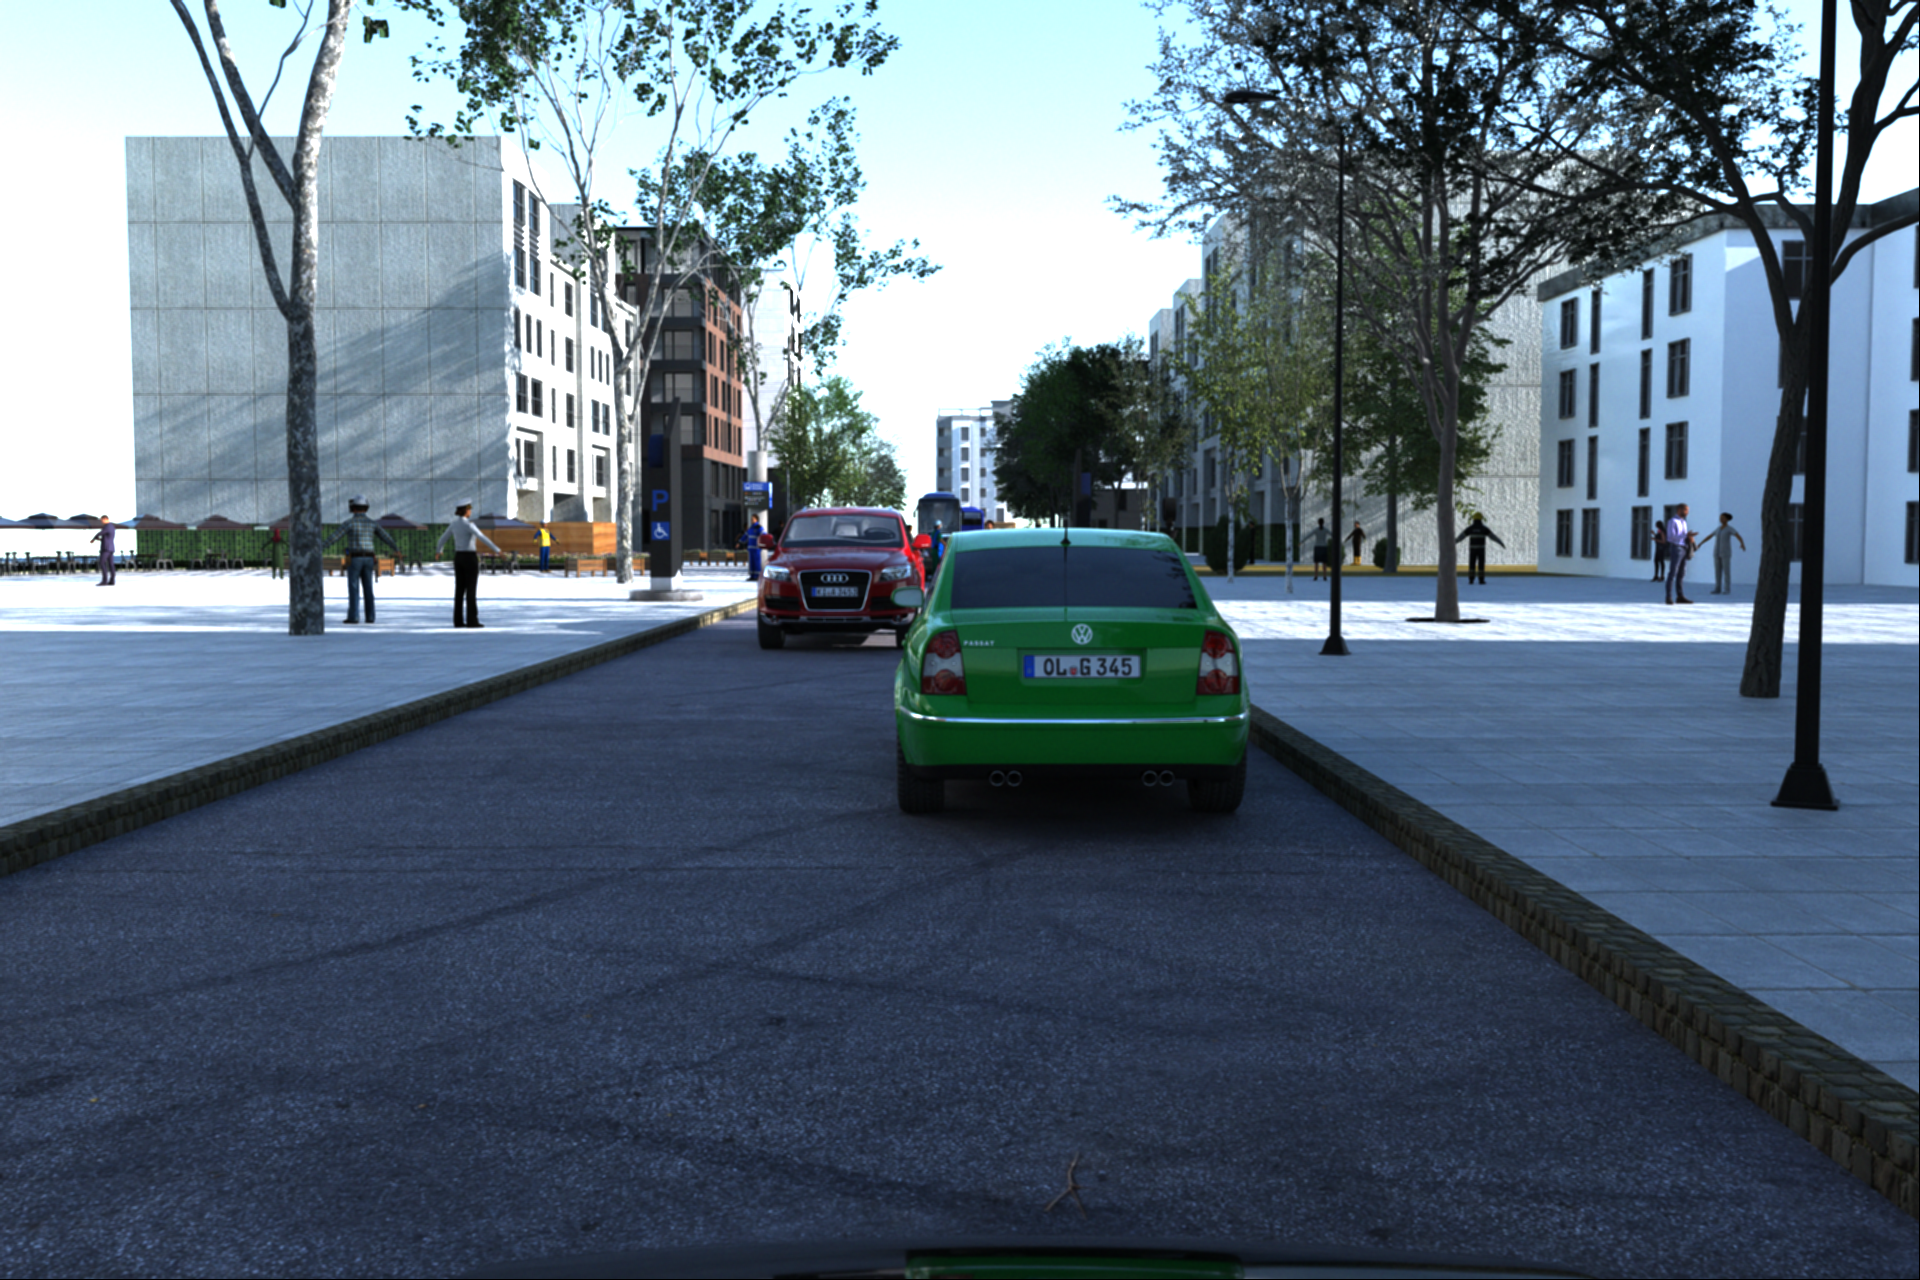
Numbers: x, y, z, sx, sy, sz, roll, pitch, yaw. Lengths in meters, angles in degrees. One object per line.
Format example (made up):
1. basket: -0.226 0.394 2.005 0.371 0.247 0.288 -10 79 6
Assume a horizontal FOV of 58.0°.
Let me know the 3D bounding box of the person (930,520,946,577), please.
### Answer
1. person: -0.600 -2.419 48.132 0.704 1.817 1.347 -2 4 -24

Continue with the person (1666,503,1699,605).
1. person: 13.207 -1.568 31.549 0.709 1.838 0.599 -3 5 -41

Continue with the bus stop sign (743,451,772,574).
1. bus stop sign: -6.443 -4.044 55.139 0.837 3.901 0.837 0 4 -1

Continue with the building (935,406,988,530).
1. building: -3.115 -23.756 247.291 11.380 20.090 16.016 0 4 -8

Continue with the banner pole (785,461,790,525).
1. banner pole: -5.936 -4.269 59.810 0.401 3.779 0.863 0 4 1

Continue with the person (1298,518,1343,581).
1. person: 9.965 -2.511 47.883 1.217 1.735 0.721 0 4 6

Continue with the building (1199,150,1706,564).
1. building: 22.813 -13.579 88.475 16.747 18.905 31.486 0 3 0

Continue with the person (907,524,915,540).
1. person: -2.046 -3.839 71.367 0.704 1.843 1.345 2 4 26

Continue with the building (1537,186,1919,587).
1. building: 23.919 -6.249 44.318 9.099 9.664 28.070 0 3 0

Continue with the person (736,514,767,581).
1. person: -5.642 -2.538 47.474 1.345 1.831 0.704 3 5 44

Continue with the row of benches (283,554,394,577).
1. row of benches: -18.894 -2.274 52.645 4.104 0.672 1.422 2 4 24

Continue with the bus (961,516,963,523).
1. bus: -1.208 -9.341 144.268 2.896 3.916 12.251 0 3 0

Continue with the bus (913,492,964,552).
1. bus: -1.237 -6.917 104.638 2.896 3.916 12.251 0 4 0

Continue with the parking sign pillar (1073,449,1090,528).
1. parking sign pillar: 3.866 -4.094 55.416 1.447 3.967 1.447 0 4 -1

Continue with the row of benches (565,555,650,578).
1. row of benches: -10.145 -2.272 52.616 1.422 0.672 4.104 3 5 40

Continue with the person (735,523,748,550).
1. person: -10.383 -4.797 84.574 1.345 1.843 0.704 -2 4 -31

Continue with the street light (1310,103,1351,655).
1. street light: 4.542 -2.798 18.285 1.470 5.913 1.316 0 4 0

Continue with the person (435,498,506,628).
1. person: -6.746 -1.061 23.804 1.216 1.778 0.721 2 4 26

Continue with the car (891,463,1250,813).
1. car: 0.549 -0.091 10.279 1.959 1.807 4.718 0 4 0

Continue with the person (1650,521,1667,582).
1. person: 18.812 -2.399 46.734 0.415 1.643 0.593 -2 4 -28

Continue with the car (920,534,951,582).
1. car: -0.388 -2.687 53.713 2.009 1.686 4.222 0 4 -1

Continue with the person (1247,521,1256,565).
1. person: 12.273 -4.104 73.033 0.705 1.837 1.347 1 4 20

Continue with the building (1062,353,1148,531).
1. building: 26.283 -22.468 211.328 27.936 21.610 32.646 0 3 0

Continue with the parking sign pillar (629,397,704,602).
1. parking sign pillar: -5.687 -2.752 33.465 1.447 3.967 1.447 0 4 0

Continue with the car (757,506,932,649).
1. car: -1.516 -0.897 23.336 2.281 1.827 5.304 0 4 0

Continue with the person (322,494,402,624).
1. person: -8.645 -1.167 24.916 1.345 1.849 0.704 -3 5 -42

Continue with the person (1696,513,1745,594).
1. person: 16.276 -1.853 37.063 0.721 1.739 1.217 -2 4 -29

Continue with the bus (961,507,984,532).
1. bus: 0.729 -10.098 156.649 2.896 3.916 12.251 0 4 -1

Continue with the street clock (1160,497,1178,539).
1. street clock: 4.126 -1.810 34.168 0.358 2.002 0.471 0 4 0

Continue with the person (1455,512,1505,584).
1. person: 13.278 -2.365 44.436 1.351 1.858 0.704 2 4 26

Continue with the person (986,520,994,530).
1. person: 0.785 -2.319 46.553 1.347 1.806 0.705 1 4 18

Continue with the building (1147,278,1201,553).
1. building: 24.046 -16.019 128.369 16.747 18.905 31.486 0 4 0

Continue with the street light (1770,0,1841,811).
1. street light: 4.548 -2.170 8.021 1.470 5.913 1.316 0 4 0

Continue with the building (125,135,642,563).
1. building: -28.548 -13.854 92.973 16.747 18.905 31.486 0 4 0

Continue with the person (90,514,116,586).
1. person: -21.263 -2.229 42.941 0.568 1.767 0.683 -1 4 -11

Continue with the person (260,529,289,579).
1. person: -19.417 -2.452 49.298 0.989 1.438 0.599 -1 4 -10

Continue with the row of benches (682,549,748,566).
1. row of benches: -9.576 -3.346 70.162 4.104 0.672 1.422 2 4 34

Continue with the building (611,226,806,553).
1. building: -27.358 -17.598 131.706 27.936 21.610 32.646 0 4 1
